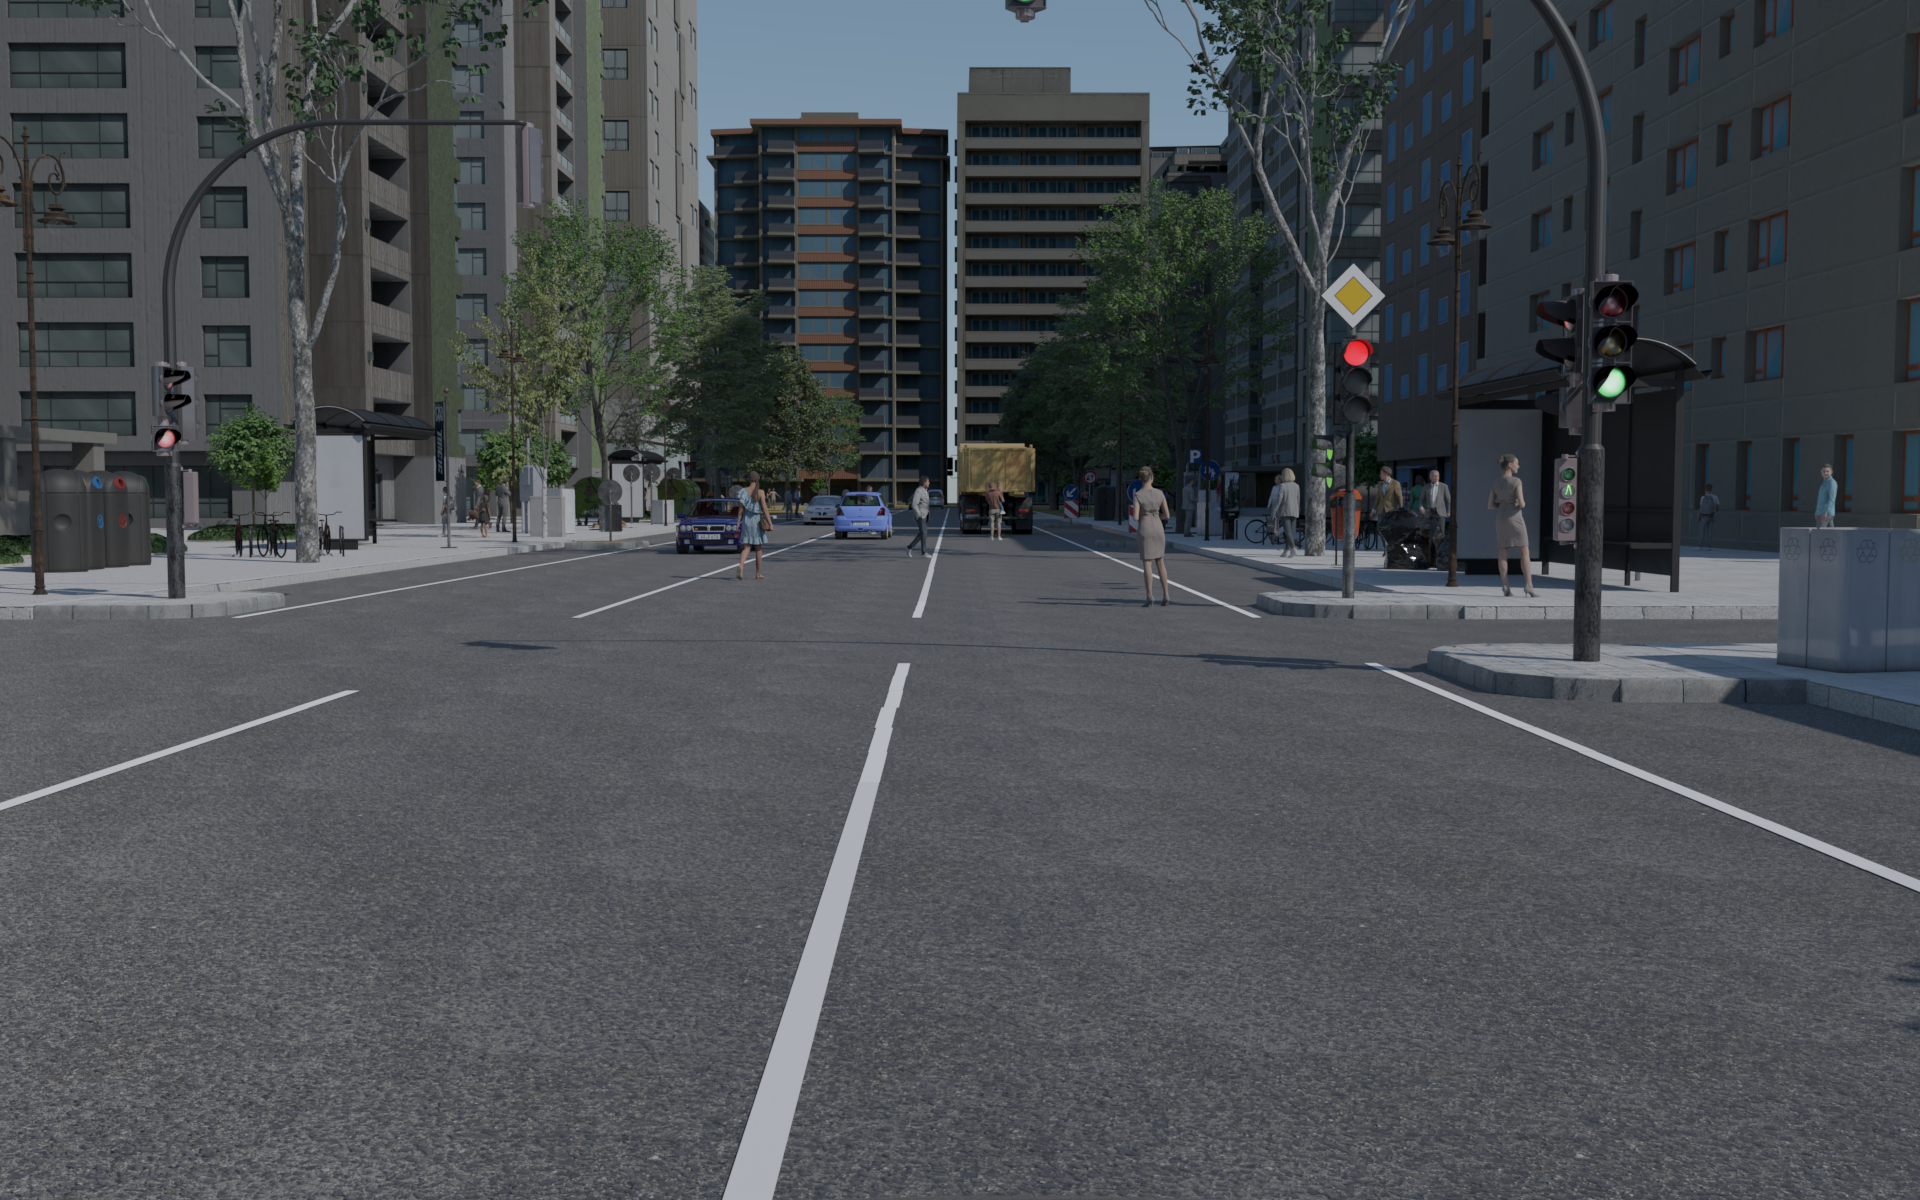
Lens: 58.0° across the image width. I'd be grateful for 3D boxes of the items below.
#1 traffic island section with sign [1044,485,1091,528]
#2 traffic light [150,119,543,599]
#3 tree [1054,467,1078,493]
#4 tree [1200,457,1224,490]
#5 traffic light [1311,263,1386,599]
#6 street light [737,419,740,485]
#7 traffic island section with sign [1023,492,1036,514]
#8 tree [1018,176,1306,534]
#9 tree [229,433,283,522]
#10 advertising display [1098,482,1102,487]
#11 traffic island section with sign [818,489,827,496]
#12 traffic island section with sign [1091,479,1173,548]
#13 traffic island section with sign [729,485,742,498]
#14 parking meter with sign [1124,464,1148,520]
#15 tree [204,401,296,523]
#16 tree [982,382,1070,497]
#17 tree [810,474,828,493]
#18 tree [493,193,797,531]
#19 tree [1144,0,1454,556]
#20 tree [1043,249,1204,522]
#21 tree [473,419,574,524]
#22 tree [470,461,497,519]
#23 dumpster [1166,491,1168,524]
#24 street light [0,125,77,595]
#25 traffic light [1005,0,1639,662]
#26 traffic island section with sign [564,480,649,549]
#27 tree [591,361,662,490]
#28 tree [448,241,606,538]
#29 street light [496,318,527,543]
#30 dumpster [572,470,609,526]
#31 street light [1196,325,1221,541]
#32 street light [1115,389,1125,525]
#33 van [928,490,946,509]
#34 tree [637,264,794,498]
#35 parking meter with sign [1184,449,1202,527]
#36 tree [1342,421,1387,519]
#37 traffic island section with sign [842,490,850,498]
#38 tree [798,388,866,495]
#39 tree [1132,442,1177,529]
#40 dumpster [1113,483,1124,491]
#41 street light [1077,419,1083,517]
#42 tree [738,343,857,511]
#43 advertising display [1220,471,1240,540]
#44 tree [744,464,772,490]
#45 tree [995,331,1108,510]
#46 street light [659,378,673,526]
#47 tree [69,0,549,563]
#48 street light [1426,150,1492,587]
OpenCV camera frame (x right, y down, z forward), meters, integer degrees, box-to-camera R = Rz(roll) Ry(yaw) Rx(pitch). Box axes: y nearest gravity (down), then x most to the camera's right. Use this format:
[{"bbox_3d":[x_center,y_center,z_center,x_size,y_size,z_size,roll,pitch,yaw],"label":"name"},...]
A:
[{"bbox_3d":[4.597,-4.005,74.114,1.989,1.847,2.006,0,4,0],"label":"traffic island section with sign"},{"bbox_3d":[-7.508,-2.845,21.188,4.771,5.953,1.251,0,4,0],"label":"traffic light"},{"bbox_3d":[7.583,-7.781,121.815,1.663,3.219,1.824,0,3,0],"label":"tree"},{"bbox_3d":[13.294,-5.904,91.125,1.663,3.219,1.824,0,3,0],"label":"tree"},{"bbox_3d":[4.762,-1.975,21.217,0.839,4.253,0.868,0,4,0],"label":"traffic light"},{"bbox_3d":[-11.915,-7.350,92.965,0.468,5.910,1.993,0,4,0],"label":"street light"},{"bbox_3d":[4.402,-7.023,123.448,1.989,1.847,2.006,0,4,0],"label":"traffic island section with sign"},{"bbox_3d":[7.210,-7.957,55.856,9.928,11.665,9.643,0,3,0],"label":"tree"},{"bbox_3d":[-21.939,-3.685,54.847,1.663,3.219,1.824,0,3,0],"label":"tree"},{"bbox_3d":[7.262,-5.175,89.824,0.123,1.923,0.974,1,4,12],"label":"advertising display"},{"bbox_3d":[-9.716,-7.002,123.105,1.989,1.847,2.006,0,4,0],"label":"traffic island section with sign"},{"bbox_3d":[4.708,-2.357,47.160,1.989,1.847,2.006,0,4,0],"label":"traffic island section with sign"},{"bbox_3d":[-9.521,-3.995,73.943,1.989,1.847,2.006,0,4,0],"label":"traffic island section with sign"},{"bbox_3d":[8.564,-5.541,86.863,1.738,3.016,0.543,0,4,7],"label":"parking meter with sign"},{"bbox_3d":[-25.003,-4.756,61.470,4.285,4.588,4.351,0,3,0],"label":"tree"},{"bbox_3d":[6.721,-15.620,172.390,9.611,12.733,9.660,0,3,0],"label":"tree"},{"bbox_3d":[-13.089,-10.240,162.026,1.663,3.219,1.824,0,3,0],"label":"tree"},{"bbox_3d":[-12.711,-8.278,61.102,9.928,11.665,9.643,0,3,0],"label":"tree"},{"bbox_3d":[5.960,-11.001,35.752,12.611,20.169,13.585,0,3,0],"label":"tree"},{"bbox_3d":[7.522,-9.950,80.817,7.486,12.596,7.792,0,3,0],"label":"tree"},{"bbox_3d":[-19.697,-5.645,76.002,4.285,4.588,4.351,0,3,0],"label":"tree"},{"bbox_3d":[-24.371,-5.736,88.379,1.663,3.219,1.824,0,3,0],"label":"tree"},{"bbox_3d":[8.187,-4.383,74.153,1.502,2.255,1.985,0,3,0],"label":"dumpster"},{"bbox_3d":[-11.723,-3.003,21.893,0.468,5.910,1.993,0,4,0],"label":"street light"},{"bbox_3d":[2.702,-2.350,13.083,4.771,5.953,1.251,0,4,0],"label":"traffic light"},{"bbox_3d":[-9.415,-2.313,46.440,1.989,1.847,2.006,0,4,0],"label":"traffic island section with sign"},{"bbox_3d":[-17.859,-8.796,94.175,4.360,8.622,3.978,0,3,0],"label":"tree"},{"bbox_3d":[-12.251,-6.099,50.081,4.737,8.622,4.395,0,3,0],"label":"tree"},{"bbox_3d":[-11.787,-4.457,45.667,0.468,5.910,1.993,0,4,0],"label":"street light"},{"bbox_3d":[-14.761,-4.123,69.910,1.502,2.255,1.985,0,3,0],"label":"dumpster"},{"bbox_3d":[6.787,-4.566,47.440,0.468,5.910,1.993,0,4,0],"label":"street light"},{"bbox_3d":[6.634,-6.047,71.655,0.468,5.910,1.993,0,4,0],"label":"street light"},{"bbox_3d":[-2.371,-9.688,165.405,2.013,2.044,4.112,0,4,0],"label":"van"},{"bbox_3d":[-12.215,-10.292,86.404,7.486,12.596,7.792,0,3,0],"label":"tree"},{"bbox_3d":[8.927,-4.324,66.963,0.543,3.016,1.738,1,4,19],"label":"parking meter with sign"},{"bbox_3d":[18.365,-5.743,77.607,4.285,4.588,4.351,0,3,0],"label":"tree"},{"bbox_3d":[-9.816,-8.650,150.060,1.989,1.847,2.006,0,4,0],"label":"traffic island section with sign"},{"bbox_3d":[-13.045,-14.977,170.625,9.928,11.665,9.643,0,3,0],"label":"tree"},{"bbox_3d":[7.512,-4.268,64.376,1.663,3.219,1.824,0,3,0],"label":"tree"},{"bbox_3d":[8.327,-5.069,88.634,1.264,1.857,1.865,0,4,0],"label":"dumpster"},{"bbox_3d":[6.576,-7.494,95.314,0.468,5.910,1.993,0,4,0],"label":"street light"},{"bbox_3d":[-13.096,-13.123,131.565,9.611,12.733,9.660,0,3,0],"label":"tree"},{"bbox_3d":[7.579,-2.653,48.583,0.123,1.923,0.974,2,4,35],"label":"advertising display"},{"bbox_3d":[-13.127,-7.107,110.797,1.663,3.219,1.824,0,3,0],"label":"tree"},{"bbox_3d":[7.472,-14.084,136.924,9.857,13.997,8.962,0,3,0],"label":"tree"},{"bbox_3d":[-11.804,-5.904,69.316,0.468,5.910,1.993,0,4,0],"label":"street light"},{"bbox_3d":[-12.979,-10.684,30.572,12.611,20.169,13.585,0,3,0],"label":"tree"},{"bbox_3d":[6.810,-3.119,23.791,0.468,5.910,1.993,0,4,0],"label":"street light"}]
